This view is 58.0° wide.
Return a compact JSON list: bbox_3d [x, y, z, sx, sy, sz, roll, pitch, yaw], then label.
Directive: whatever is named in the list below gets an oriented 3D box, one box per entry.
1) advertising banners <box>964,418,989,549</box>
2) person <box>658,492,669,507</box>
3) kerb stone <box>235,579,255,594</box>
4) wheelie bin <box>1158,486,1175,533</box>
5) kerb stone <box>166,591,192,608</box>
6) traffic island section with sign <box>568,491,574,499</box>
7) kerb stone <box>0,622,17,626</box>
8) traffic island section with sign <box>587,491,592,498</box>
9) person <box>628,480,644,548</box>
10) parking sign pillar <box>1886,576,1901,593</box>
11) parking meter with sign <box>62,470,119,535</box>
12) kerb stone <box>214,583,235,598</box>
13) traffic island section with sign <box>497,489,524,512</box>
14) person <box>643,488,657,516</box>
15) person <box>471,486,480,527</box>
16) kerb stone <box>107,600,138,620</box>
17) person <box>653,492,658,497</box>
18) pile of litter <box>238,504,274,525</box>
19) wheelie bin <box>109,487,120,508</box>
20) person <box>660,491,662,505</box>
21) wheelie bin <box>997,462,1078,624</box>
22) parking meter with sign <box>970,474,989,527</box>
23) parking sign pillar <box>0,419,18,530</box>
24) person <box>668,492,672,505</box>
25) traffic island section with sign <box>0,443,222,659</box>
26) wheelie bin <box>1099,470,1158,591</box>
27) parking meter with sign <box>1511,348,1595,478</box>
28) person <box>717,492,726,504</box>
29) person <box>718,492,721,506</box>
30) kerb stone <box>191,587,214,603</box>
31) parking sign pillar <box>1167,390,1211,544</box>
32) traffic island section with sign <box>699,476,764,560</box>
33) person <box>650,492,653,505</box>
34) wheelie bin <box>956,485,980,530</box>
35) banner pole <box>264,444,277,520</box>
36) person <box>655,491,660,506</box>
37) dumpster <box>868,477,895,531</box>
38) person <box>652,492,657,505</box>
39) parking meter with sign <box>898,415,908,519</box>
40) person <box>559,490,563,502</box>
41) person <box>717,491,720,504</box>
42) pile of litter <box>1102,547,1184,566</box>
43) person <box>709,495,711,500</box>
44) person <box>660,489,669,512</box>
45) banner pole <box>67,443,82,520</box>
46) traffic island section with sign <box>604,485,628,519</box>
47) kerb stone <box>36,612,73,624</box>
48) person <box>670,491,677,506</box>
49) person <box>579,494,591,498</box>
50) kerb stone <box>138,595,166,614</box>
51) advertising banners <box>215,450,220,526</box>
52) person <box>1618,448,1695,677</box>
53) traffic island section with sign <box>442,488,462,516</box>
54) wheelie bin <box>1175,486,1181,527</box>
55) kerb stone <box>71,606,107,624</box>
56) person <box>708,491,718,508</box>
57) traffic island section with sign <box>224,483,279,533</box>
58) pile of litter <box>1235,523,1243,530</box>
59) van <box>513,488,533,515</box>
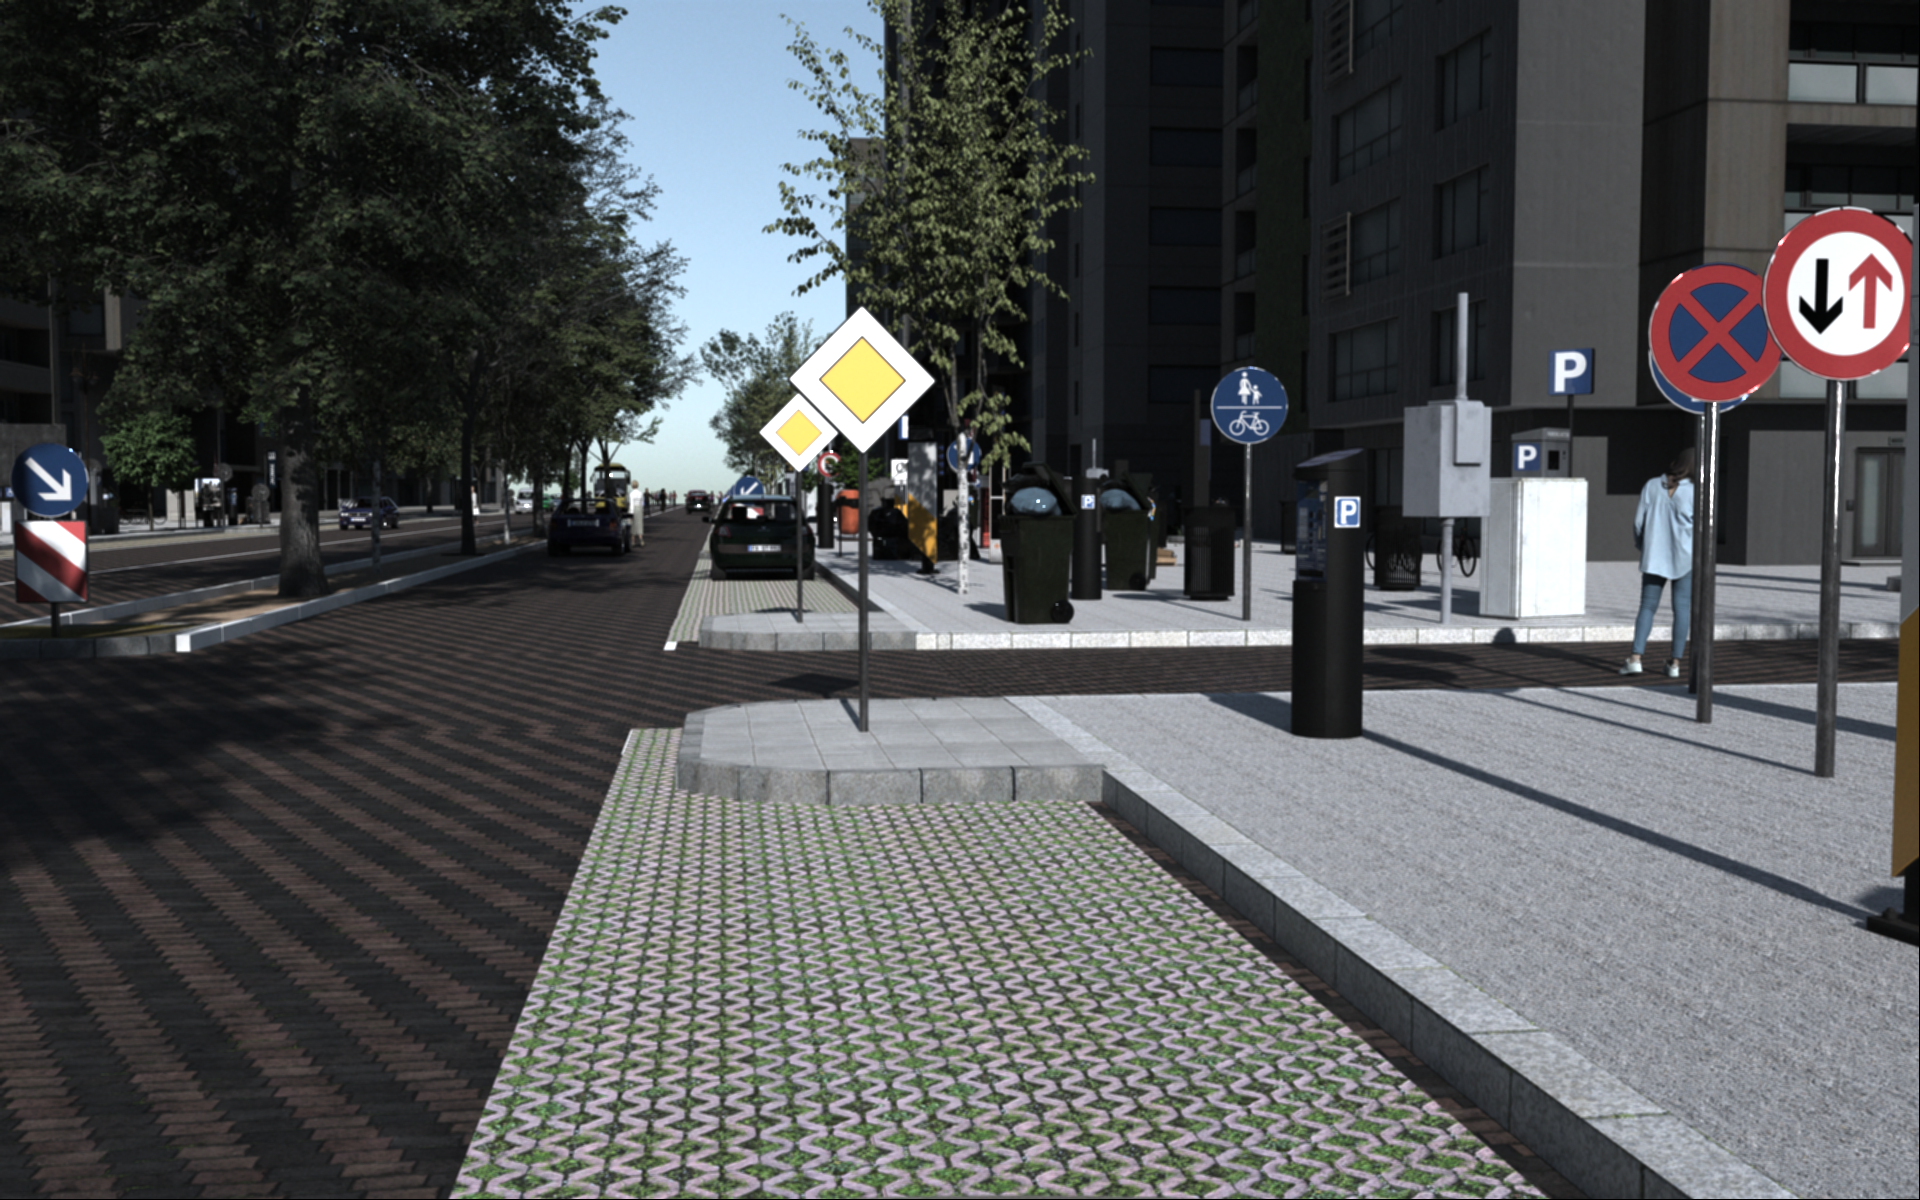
[{"bbox_3d":[0.628,-2.729,40.812,0.090,3.025,2.074,2,4,31],"label":"advertising banners"},{"bbox_3d":[-31.637,-10.809,185.172,1.348,1.831,0.705,1,4,21],"label":"person"},{"bbox_3d":[-10.459,-0.174,25.097,0.120,0.150,1.000,0,4,-8],"label":"kerb stone"},{"bbox_3d":[2.598,-1.115,26.141,0.980,1.594,0.693,3,4,37],"label":"wheelie bin"},{"bbox_3d":[-10.035,0.009,22.054,0.120,0.150,1.000,0,4,-8],"label":"kerb stone"},{"bbox_3d":[-43.883,-11.437,195.626,1.989,1.847,2.006,0,4,-8],"label":"traffic island section with sign"},{"bbox_3d":[-9.345,0.322,16.974,0.120,0.150,1.000,0,4,-8],"label":"kerb stone"},{"bbox_3d":[-47.512,-13.071,222.337,1.989,1.847,2.006,0,4,-8],"label":"traffic island section with sign"},{"bbox_3d":[-8.621,-2.294,46.241,0.478,1.798,0.641,-2,4,-31],"label":"person"},{"bbox_3d":[12.937,-2.084,22.541,1.447,3.967,1.447,1,4,9],"label":"parking sign pillar"},{"bbox_3d":[-27.625,-3.586,54.891,1.738,3.016,0.543,0,4,-2],"label":"parking meter with sign"},{"bbox_3d":[-10.322,-0.108,24.084,0.120,0.150,1.000,0,4,-8],"label":"kerb stone"},{"bbox_3d":[-36.325,-8.036,140.017,1.989,1.847,2.006,0,4,-8],"label":"traffic island section with sign"},{"bbox_3d":[-20.387,-6.381,112.845,1.348,1.821,0.705,-2,4,-32],"label":"person"},{"bbox_3d":[-21.134,-4.064,75.299,0.624,1.780,0.694,-2,4,-35],"label":"person"},{"bbox_3d":[-9.765,0.133,20.018,0.120,0.150,1.000,0,4,-8],"label":"kerb stone"},{"bbox_3d":[-41.177,-13.839,235.499,1.217,1.736,0.721,-2,4,-25],"label":"person"},{"bbox_3d":[-29.803,-3.601,72.834,1.719,0.858,1.176,-1,4,-13],"label":"pile of litter"},{"bbox_3d":[-36.442,-4.062,74.326,0.693,1.594,0.980,-2,4,-33],"label":"wheelie bin"},{"bbox_3d":[-24.532,-8.180,142.924,0.721,1.739,1.217,0,4,2],"label":"person"},{"bbox_3d":[0.759,-0.572,17.256,0.693,1.594,0.980,-1,4,-18],"label":"wheelie bin"},{"bbox_3d":[0.862,-4.346,67.313,0.543,3.016,1.738,2,4,33],"label":"parking meter with sign"},{"bbox_3d":[-33.976,-4.476,61.655,1.447,3.967,1.447,-3,5,-42],"label":"parking sign pillar"},{"bbox_3d":[-39.089,-13.729,233.648,1.217,1.739,0.721,2,4,32],"label":"person"},{"bbox_3d":[-8.176,-0.484,16.049,2.006,1.907,1.989,0,4,-8],"label":"traffic island section with sign"},{"bbox_3d":[2.222,-0.933,23.164,0.693,1.594,0.980,1,4,10],"label":"wheelie bin"},{"bbox_3d":[6.774,-1.471,20.320,0.543,3.016,1.738,3,5,44],"label":"parking meter with sign"},{"bbox_3d":[-30.082,-12.765,217.925,1.217,1.735,0.721,0,4,-6],"label":"person"},{"bbox_3d":[-29.595,-12.477,213.430,0.436,1.711,0.756,-1,4,-16],"label":"person"},{"bbox_3d":[-10.176,-0.052,23.072,0.120,0.150,1.000,0,4,-8],"label":"kerb stone"},{"bbox_3d":[6.171,-3.483,45.418,1.447,3.967,1.447,0,4,-7],"label":"parking sign pillar"},{"bbox_3d":[-4.789,-1.821,38.405,1.989,1.847,2.006,0,4,-8],"label":"traffic island section with sign"},{"bbox_3d":[-40.605,-13.382,228.005,0.721,1.735,1.217,-1,4,-20],"label":"person"},{"bbox_3d":[0.288,-3.339,62.503,0.693,1.594,0.980,-3,4,-38],"label":"wheelie bin"},{"bbox_3d":[-34.268,-5.870,85.989,0.863,3.779,0.401,1,4,15],"label":"banner pole"},{"bbox_3d":[-36.405,-12.262,208.964,0.705,1.826,1.348,1,4,18],"label":"person"},{"bbox_3d":[-2.714,-3.232,58.601,1.264,1.857,1.865,0,4,-8],"label":"dumpster"},{"bbox_3d":[-38.906,-12.966,221.181,1.217,1.739,0.721,0,4,-2],"label":"person"},{"bbox_3d":[-0.896,-2.510,37.295,0.543,3.016,1.738,-1,4,-14],"label":"parking meter with sign"},{"bbox_3d":[-35.293,-8.888,153.783,0.705,1.831,1.348,0,4,6],"label":"person"},{"bbox_3d":[-32.925,-14.010,237.707,1.348,1.807,0.705,3,5,45],"label":"person"},{"bbox_3d":[3.367,-1.037,30.918,1.719,0.858,1.176,0,4,2],"label":"pile of litter"},{"bbox_3d":[-26.801,-10.655,185.940,0.599,1.433,0.991,2,4,29],"label":"person"},{"bbox_3d":[-23.278,-7.821,135.997,0.705,1.869,1.348,-3,5,-40],"label":"person"},{"bbox_3d":[-43.370,-5.795,84.760,0.863,3.779,0.401,-1,4,-20],"label":"banner pole"},{"bbox_3d":[-18.304,-5.038,90.505,2.006,1.907,1.989,0,4,-8],"label":"traffic island section with sign"},{"bbox_3d":[-9.496,0.260,17.988,0.120,0.150,1.000,0,4,-8],"label":"kerb stone"},{"bbox_3d":[-33.546,-11.906,203.104,0.705,1.831,1.348,2,4,24],"label":"person"},{"bbox_3d":[-32.041,-8.482,148.009,1.217,1.723,0.721,-1,4,-22],"label":"person"},{"bbox_3d":[-9.898,0.071,21.037,0.120,0.150,1.000,0,4,-8],"label":"kerb stone"},{"bbox_3d":[-29.623,-4.456,69.049,0.090,3.025,2.074,-1,4,-20],"label":"advertising banners"},{"bbox_3d":[5.555,-0.297,13.623,0.793,1.790,0.793,0,4,-4],"label":"person"},{"bbox_3d":[-32.633,-6.377,112.889,1.989,1.847,2.006,0,4,-8],"label":"traffic island section with sign"},{"bbox_3d":[8.216,-3.447,64.272,0.980,1.594,0.693,0,4,0],"label":"wheelie bin"},{"bbox_3d":[-9.628,0.195,19.001,0.120,0.150,1.000,0,4,-8],"label":"kerb stone"},{"bbox_3d":[-24.578,-9.969,172.171,1.217,1.739,0.721,2,4,25],"label":"person"},{"bbox_3d":[-26.038,-3.405,64.295,1.989,1.847,2.006,0,4,-8],"label":"traffic island section with sign"},{"bbox_3d":[9.391,-2.927,61.824,1.719,0.858,1.176,1,4,16],"label":"pile of litter"},{"bbox_3d":[-30.554,-7.070,122.598,2.013,2.044,4.112,-1,4,-10],"label":"van"}]
